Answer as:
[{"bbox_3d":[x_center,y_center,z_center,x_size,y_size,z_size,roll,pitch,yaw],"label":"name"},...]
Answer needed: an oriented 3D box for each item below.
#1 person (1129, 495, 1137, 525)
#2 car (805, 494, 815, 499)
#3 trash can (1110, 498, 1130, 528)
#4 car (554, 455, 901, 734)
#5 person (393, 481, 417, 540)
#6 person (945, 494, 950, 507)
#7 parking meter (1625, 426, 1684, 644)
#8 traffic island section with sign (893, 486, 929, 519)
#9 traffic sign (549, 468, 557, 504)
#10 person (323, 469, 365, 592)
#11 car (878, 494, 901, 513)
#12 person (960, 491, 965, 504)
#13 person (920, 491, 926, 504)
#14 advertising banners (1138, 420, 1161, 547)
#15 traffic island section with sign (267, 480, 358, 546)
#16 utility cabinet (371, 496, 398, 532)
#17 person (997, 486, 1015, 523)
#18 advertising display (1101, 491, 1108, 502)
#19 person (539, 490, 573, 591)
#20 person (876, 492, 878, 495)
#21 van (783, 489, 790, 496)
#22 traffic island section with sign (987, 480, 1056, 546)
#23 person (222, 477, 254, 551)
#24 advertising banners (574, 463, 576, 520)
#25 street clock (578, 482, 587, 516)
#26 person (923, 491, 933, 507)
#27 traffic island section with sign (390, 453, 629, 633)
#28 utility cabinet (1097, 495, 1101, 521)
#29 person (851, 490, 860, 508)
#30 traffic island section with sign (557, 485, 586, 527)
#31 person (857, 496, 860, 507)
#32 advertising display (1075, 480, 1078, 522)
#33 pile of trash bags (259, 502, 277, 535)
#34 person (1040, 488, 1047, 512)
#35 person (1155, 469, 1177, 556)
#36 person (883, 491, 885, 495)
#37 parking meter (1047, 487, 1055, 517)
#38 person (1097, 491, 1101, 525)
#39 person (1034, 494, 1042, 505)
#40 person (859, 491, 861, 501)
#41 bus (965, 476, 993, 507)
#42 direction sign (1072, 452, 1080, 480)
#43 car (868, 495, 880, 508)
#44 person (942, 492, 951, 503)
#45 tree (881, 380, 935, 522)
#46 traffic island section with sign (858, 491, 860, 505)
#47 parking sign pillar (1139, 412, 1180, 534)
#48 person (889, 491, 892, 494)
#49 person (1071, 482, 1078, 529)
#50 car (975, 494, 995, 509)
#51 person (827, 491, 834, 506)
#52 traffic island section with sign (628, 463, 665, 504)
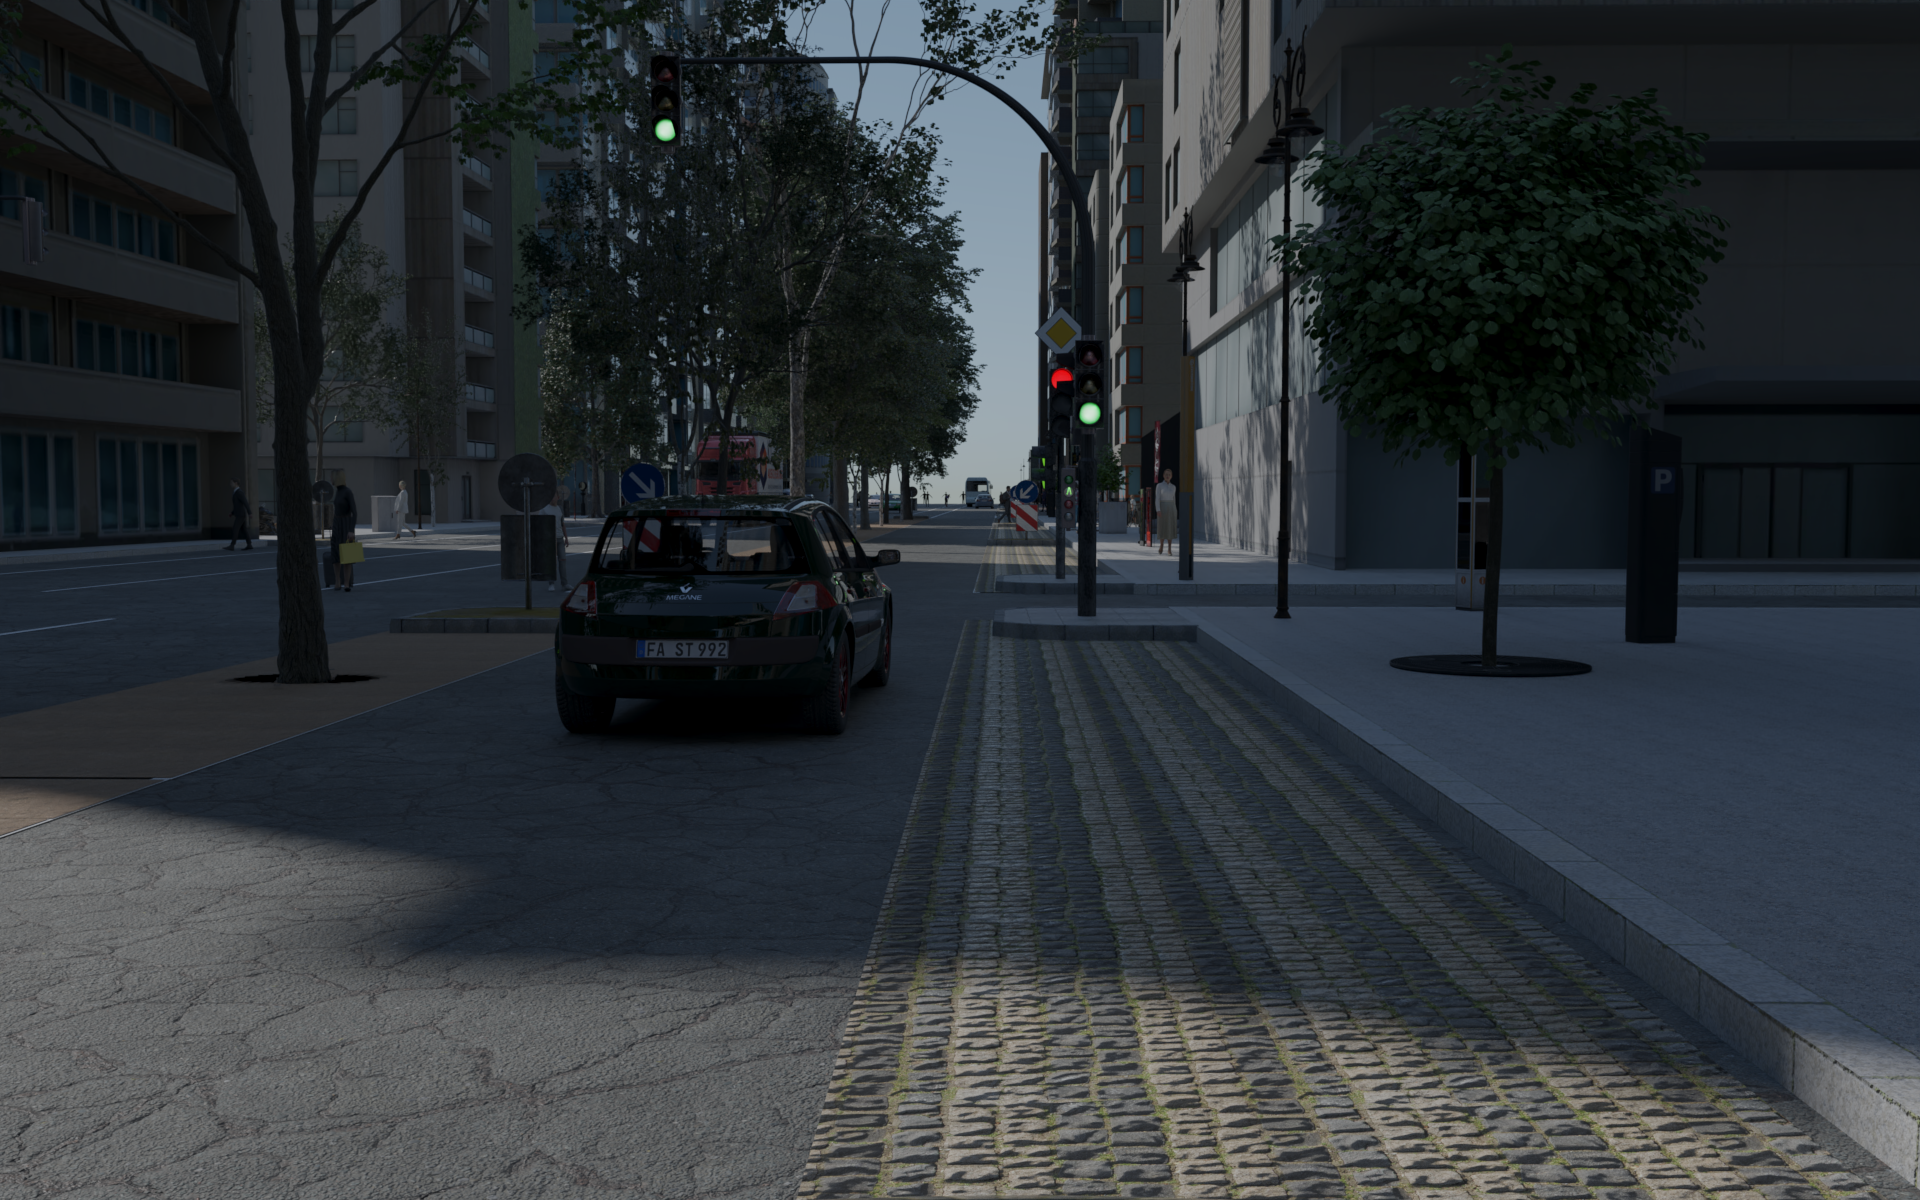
[{"bbox_3d":[7.212,-3.764,72.274,0.332,1.250,0.352,-1,4,-22],"label":"person"},{"bbox_3d":[-12.654,-7.879,140.817,2.014,1.417,4.499,0,4,1],"label":"car"},{"bbox_3d":[5.817,-3.146,63.094,0.748,1.137,0.748,0,3,0],"label":"trash can"},{"bbox_3d":[-1.451,-0.120,11.755,2.009,1.686,4.222,0,4,3],"label":"car"},{"bbox_3d":[-17.555,-2.836,54.744,0.818,1.842,0.514,-2,4,-32],"label":"person"},{"bbox_3d":[-1.420,-11.248,195.644,0.697,1.427,0.421,3,4,39],"label":"person"},{"bbox_3d":[5.988,-0.564,14.934,0.399,1.863,0.255,-1,4,-10],"label":"parking meter"},{"bbox_3d":[-2.835,-5.689,101.158,2.006,1.907,1.989,0,4,1],"label":"traffic island section with sign"},{"bbox_3d":[-18.996,-4.895,80.132,0.768,2.556,0.104,1,4,11],"label":"traffic sign"},{"bbox_3d":[-9.214,-1.050,25.882,0.699,1.804,1.509,-1,4,-14],"label":"person"},{"bbox_3d":[-5.087,-7.401,129.807,1.959,1.807,4.718,0,4,2],"label":"car"},{"bbox_3d":[0.502,-14.956,252.662,1.348,1.869,0.705,2,4,27],"label":"person"},{"bbox_3d":[-5.168,-14.954,252.630,1.348,1.869,0.705,0,4,-5],"label":"person"},{"bbox_3d":[4.589,-2.800,41.962,0.090,3.025,2.074,0,4,-7],"label":"advertising banners"},{"bbox_3d":[-18.072,-2.446,48.614,1.989,1.847,2.006,0,4,1],"label":"traffic island section with sign"},{"bbox_3d":[-19.525,-2.915,58.828,0.306,1.237,1.020,1,4,22],"label":"utility cabinet"},{"bbox_3d":[2.200,-4.504,82.104,0.822,1.834,0.622,1,4,9],"label":"person"},{"bbox_3d":[6.221,-4.239,74.517,0.123,1.923,0.974,1,4,14],"label":"advertising display"},{"bbox_3d":[-5.971,-0.888,25.618,0.523,1.515,0.503,1,4,17],"label":"person"},{"bbox_3d":[-12.316,-15.109,256.454,0.541,1.710,0.530,-2,4,-25],"label":"person"},{"bbox_3d":[-12.576,-7.446,128.751,2.013,2.044,4.112,0,4,2],"label":"van"},{"bbox_3d":[1.761,-2.454,48.759,1.989,1.847,2.006,0,4,1],"label":"traffic island section with sign"},{"bbox_3d":[-18.295,-2.173,43.812,0.755,1.850,0.659,-2,4,-26],"label":"person"},{"bbox_3d":[-18.869,-5.422,84.844,0.090,3.025,2.074,-1,4,-14],"label":"advertising banners"},{"bbox_3d":[-22.225,-5.966,102.108,0.471,2.002,0.358,1,4,23],"label":"street clock"},{"bbox_3d":[-3.656,-11.335,194.347,1.217,1.766,0.721,-1,4,-12],"label":"person"},{"bbox_3d":[-4.817,-0.642,18.636,2.006,1.907,1.989,0,4,1],"label":"traffic island section with sign"},{"bbox_3d":[6.189,-4.333,82.005,1.020,1.237,0.306,2,4,28],"label":"utility cabinet"},{"bbox_3d":[-10.806,-10.587,181.600,1.348,1.823,0.705,-1,4,-16],"label":"person"},{"bbox_3d":[-17.428,-4.097,75.608,1.989,1.847,2.006,0,4,1],"label":"traffic island section with sign"},{"bbox_3d":[-11.812,-11.573,198.445,1.217,1.736,0.721,3,4,39],"label":"person"},{"bbox_3d":[5.324,-4.511,78.966,0.974,1.923,0.123,-2,4,-26],"label":"advertising display"},{"bbox_3d":[-22.021,-2.700,53.891,1.912,1.369,3.447,2,4,27],"label":"pile of trash bags"},{"bbox_3d":[6.013,-7.166,124.119,0.530,1.710,0.541,-1,4,-13],"label":"person"},{"bbox_3d":[4.288,-1.828,36.153,0.478,1.798,0.641,0,4,-3],"label":"person"},{"bbox_3d":[-8.448,-11.222,191.998,1.348,1.821,0.705,1,4,22],"label":"person"},{"bbox_3d":[5.036,-5.488,95.438,0.399,1.863,0.255,2,4,24],"label":"parking meter"},{"bbox_3d":[5.569,-3.989,71.439,0.466,1.800,0.511,2,4,27],"label":"person"},{"bbox_3d":[8.459,-11.448,193.154,1.348,1.831,0.705,0,4,6],"label":"person"},{"bbox_3d":[-11.736,-11.930,203.560,0.705,1.823,1.348,1,4,15],"label":"person"},{"bbox_3d":[2.103,-12.259,195.286,2.948,3.499,13.247,0,4,2],"label":"bus"},{"bbox_3d":[6.394,-6.268,94.477,0.379,3.537,0.876,3,5,44],"label":"direction sign"},{"bbox_3d":[-8.366,-9.823,172.972,2.083,1.381,4.827,0,4,3],"label":"car"},{"bbox_3d":[-1.846,-13.481,229.630,1.217,1.735,0.721,0,4,4],"label":"person"},{"bbox_3d":[-2.990,-8.326,88.956,4.360,8.622,3.978,0,3,0],"label":"tree"},{"bbox_3d":[-13.568,-13.920,236.220,1.989,1.847,2.006,0,4,1],"label":"traffic island section with sign"},{"bbox_3d":[6.516,-4.133,56.043,1.447,3.967,1.447,1,4,9],"label":"parking sign pillar"},{"bbox_3d":[-9.080,-13.390,227.050,1.348,1.869,0.705,-3,4,-38],"label":"person"},{"bbox_3d":[4.206,-3.390,62.301,0.563,1.720,0.643,-3,5,-44],"label":"person"},{"bbox_3d":[2.401,-9.562,168.335,2.014,1.417,4.499,0,4,3],"label":"car"},{"bbox_3d":[-13.844,-10.778,185.447,1.217,1.735,0.721,0,4,4],"label":"person"},{"bbox_3d":[-4.630,-1.095,26.040,2.006,1.907,1.989,0,4,1],"label":"traffic island section with sign"}]
